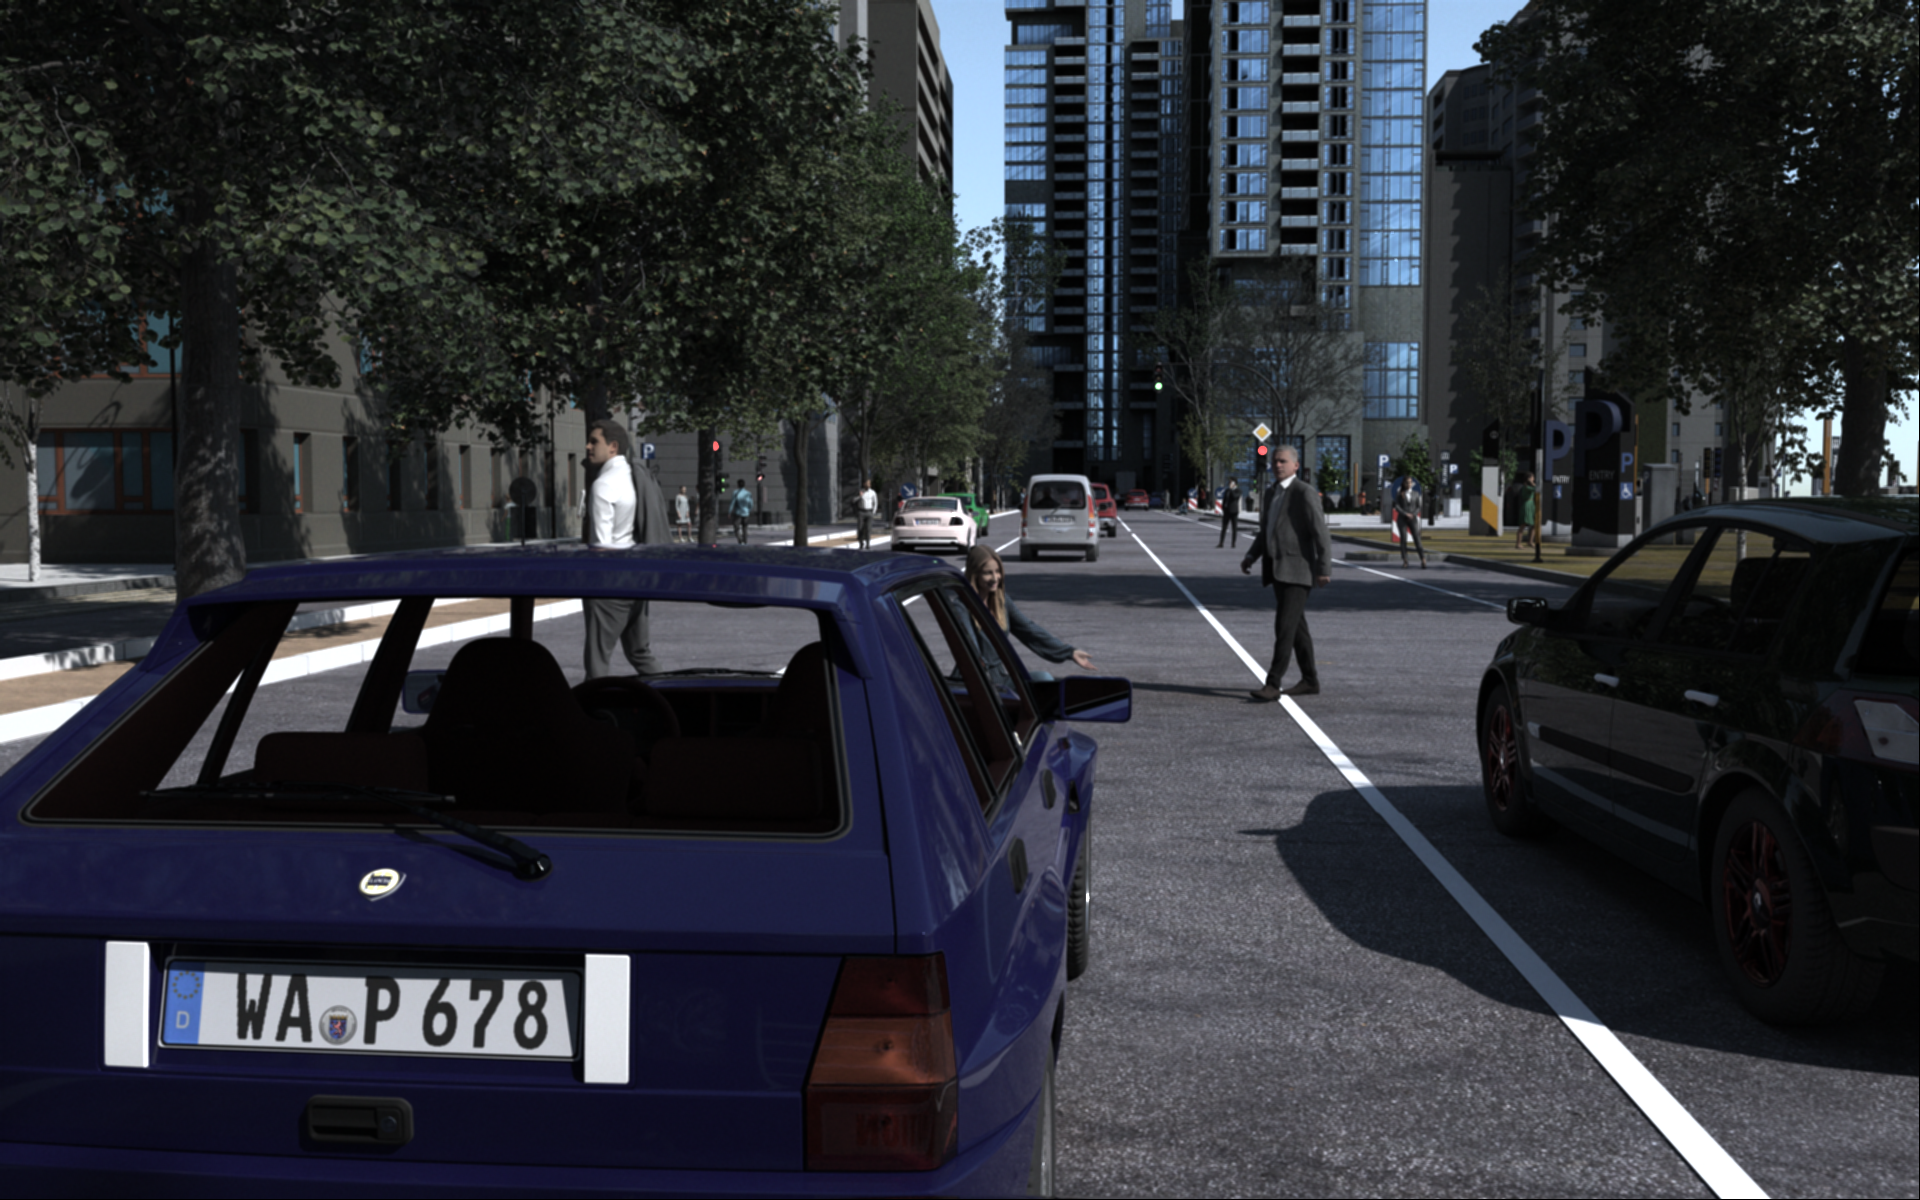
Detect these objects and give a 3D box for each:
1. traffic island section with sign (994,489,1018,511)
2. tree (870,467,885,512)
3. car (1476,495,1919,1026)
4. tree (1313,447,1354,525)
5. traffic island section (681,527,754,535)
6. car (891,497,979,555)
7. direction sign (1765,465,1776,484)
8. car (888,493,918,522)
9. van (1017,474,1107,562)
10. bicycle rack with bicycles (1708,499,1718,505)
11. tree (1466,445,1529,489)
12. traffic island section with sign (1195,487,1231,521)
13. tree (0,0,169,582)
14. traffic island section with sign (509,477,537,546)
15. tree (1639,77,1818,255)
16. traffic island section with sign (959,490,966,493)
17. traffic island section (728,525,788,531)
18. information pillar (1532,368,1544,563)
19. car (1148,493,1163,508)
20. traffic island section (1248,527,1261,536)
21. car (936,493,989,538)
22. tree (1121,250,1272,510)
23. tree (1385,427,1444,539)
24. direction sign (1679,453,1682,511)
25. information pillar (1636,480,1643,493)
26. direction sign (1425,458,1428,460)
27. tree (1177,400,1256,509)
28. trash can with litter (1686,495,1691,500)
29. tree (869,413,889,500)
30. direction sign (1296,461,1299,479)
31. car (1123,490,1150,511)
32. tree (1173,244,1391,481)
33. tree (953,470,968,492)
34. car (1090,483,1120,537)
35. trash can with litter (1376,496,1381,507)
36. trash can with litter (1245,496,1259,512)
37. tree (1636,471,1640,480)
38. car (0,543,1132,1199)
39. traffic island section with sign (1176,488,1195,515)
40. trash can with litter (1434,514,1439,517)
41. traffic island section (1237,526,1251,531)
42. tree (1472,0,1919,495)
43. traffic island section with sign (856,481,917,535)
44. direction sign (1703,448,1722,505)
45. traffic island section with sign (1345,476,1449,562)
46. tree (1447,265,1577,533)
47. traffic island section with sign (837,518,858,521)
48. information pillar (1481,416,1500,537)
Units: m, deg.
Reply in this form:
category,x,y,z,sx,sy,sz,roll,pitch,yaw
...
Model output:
category,x,y,z,sx,sy,sz,roll,pitch,yaw
traffic island section with sign,3.908,-8.285,143.597,2.006,1.907,1.989,0,4,4
tree,-6.062,-7.991,125.250,1.663,3.219,1.824,0,3,0
car,3.061,0.230,6.026,2.009,1.686,4.222,0,4,3
tree,15.136,-4.688,71.244,1.663,3.219,1.824,0,3,0
traffic island section,-8.672,-2.402,61.547,2.009,0.180,2.903,0,4,4
car,-0.597,-1.821,42.130,2.083,1.381,4.827,0,4,4
direction sign,62.599,-8.673,133.806,0.379,3.537,0.876,-2,4,-32
car,-2.740,-4.949,89.955,2.155,1.783,4.494,0,4,3
van,2.226,-1.902,38.105,2.013,2.044,4.112,0,4,5
bicycle rack with bicycles,54.646,-6.694,122.823,2.852,0.926,2.925,0,4,4
tree,32.443,-7.459,105.665,4.285,4.588,4.351,0,3,0
traffic island section with sign,13.765,-5.128,92.471,1.989,1.847,2.006,0,4,4
tree,-13.788,-4.568,25.053,4.360,8.622,3.978,0,3,0
traffic island section with sign,-10.079,-1.881,39.386,1.989,1.847,2.006,0,4,4
tree,13.961,-4.885,30.237,4.360,8.622,3.978,0,3,0
traffic island section with sign,0.279,-9.955,171.393,1.989,1.847,2.006,0,4,4
traffic island section,-8.047,-2.889,69.508,2.009,0.180,2.903,0,4,4
information pillar,10.763,-2.497,32.181,0.183,3.616,0.504,1,4,22
car,20.514,-10.457,180.570,1.945,1.707,3.694,0,4,6
traffic island section,11.208,-2.306,59.987,2.009,0.180,2.903,0,4,4
car,-0.057,-2.989,57.670,1.959,1.807,4.718,0,4,6
tree,18.760,-17.218,137.399,12.611,20.169,13.585,0,3,0
tree,13.199,-3.385,49.949,1.663,3.219,1.824,0,3,0
direction sign,39.513,-6.301,95.014,0.379,3.537,0.876,2,4,29
information pillar,34.715,-5.141,88.545,0.304,2.012,0.304,3,5,43
direction sign,25.194,-6.225,93.772,0.379,3.537,0.876,0,4,0
tree,19.025,-10.632,124.192,4.737,8.622,4.395,0,3,0
trash can with litter,53.277,-7.115,127.383,2.233,1.210,1.678,-2,4,-34
tree,-5.952,-11.486,138.151,4.737,8.622,4.395,0,3,0
direction sign,22.770,-7.689,117.717,0.379,3.537,0.876,-2,4,-23
car,15.208,-8.590,149.116,2.281,1.827,5.304,0,4,5
tree,15.711,-10.657,84.617,12.009,13.543,11.850,0,3,0
tree,-0.707,-12.680,191.023,4.285,4.588,4.351,0,3,0
car,4.318,-3.078,58.997,2.281,1.827,5.304,0,4,5
trash can with litter,27.848,-6.312,114.587,0.624,1.170,1.055,1,4,20
trash can with litter,20.835,-6.846,123.323,1.055,1.170,0.624,-1,4,-12
tree,50.111,-8.235,129.251,1.663,3.219,1.824,0,3,0
car,-0.574,0.520,4.075,1.945,1.354,3.894,0,4,6
traffic island section with sign,15.883,-6.772,119.343,1.989,1.847,2.006,0,4,4
trash can with litter,26.565,-5.375,98.937,2.233,1.210,1.678,2,4,31
traffic island section,11.833,-2.793,67.948,2.009,0.180,2.903,0,4,4
tree,10.936,-6.969,20.605,9.857,13.997,8.962,0,3,0
traffic island section with sign,-2.552,-3.252,61.303,2.006,1.907,1.989,0,4,4
direction sign,36.696,-5.660,84.540,0.379,3.537,0.876,-3,4,-38
traffic island section with sign,9.465,-1.779,37.719,1.989,1.847,2.006,0,4,4
tree,17.992,-6.501,56.647,4.360,8.622,3.978,0,3,0
traffic island section with sign,-5.802,-5.222,94.011,1.989,1.847,2.006,0,4,4
information pillar,16.017,-3.726,52.276,0.504,3.616,0.183,0,4,7
